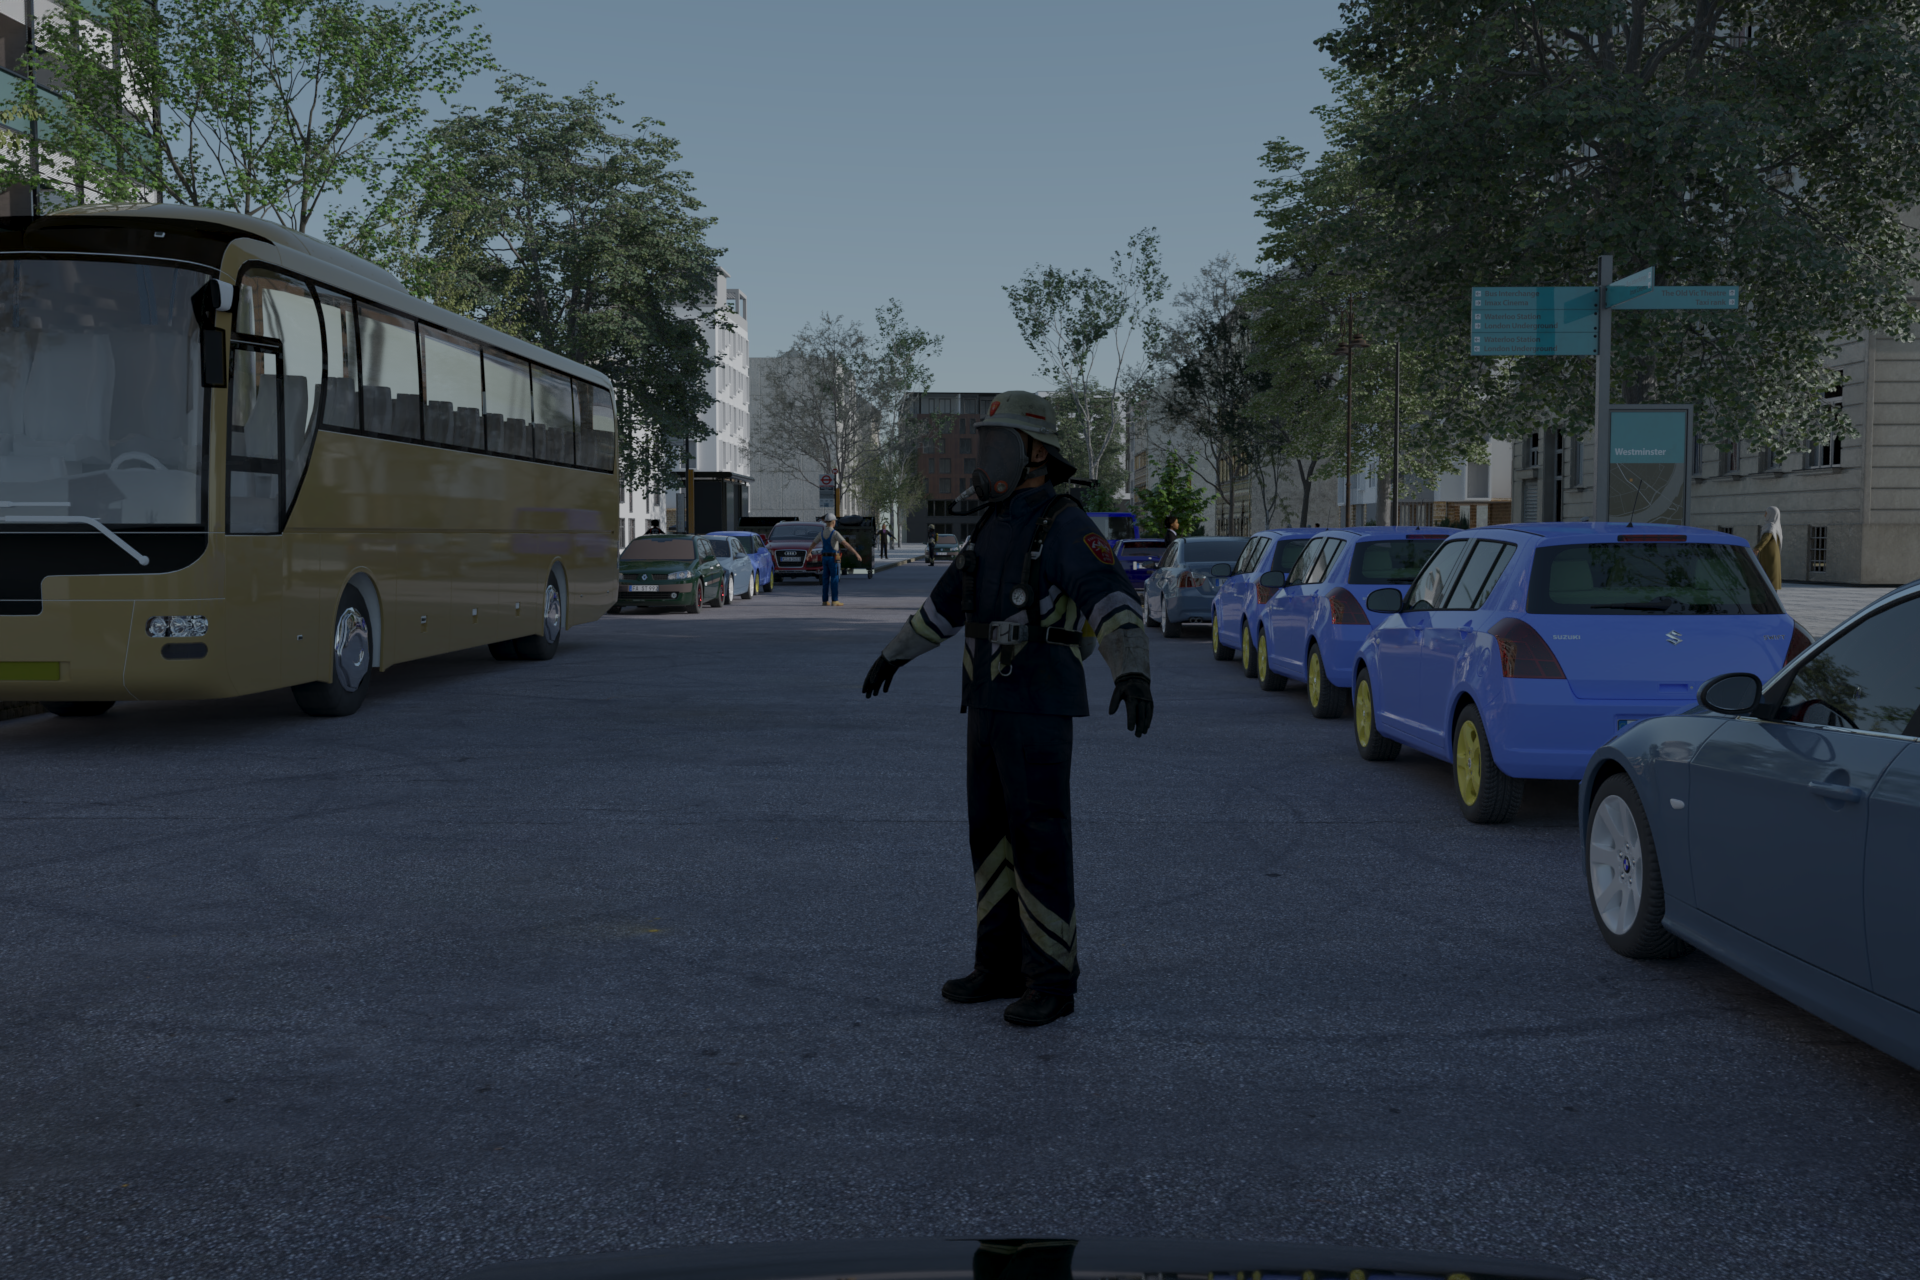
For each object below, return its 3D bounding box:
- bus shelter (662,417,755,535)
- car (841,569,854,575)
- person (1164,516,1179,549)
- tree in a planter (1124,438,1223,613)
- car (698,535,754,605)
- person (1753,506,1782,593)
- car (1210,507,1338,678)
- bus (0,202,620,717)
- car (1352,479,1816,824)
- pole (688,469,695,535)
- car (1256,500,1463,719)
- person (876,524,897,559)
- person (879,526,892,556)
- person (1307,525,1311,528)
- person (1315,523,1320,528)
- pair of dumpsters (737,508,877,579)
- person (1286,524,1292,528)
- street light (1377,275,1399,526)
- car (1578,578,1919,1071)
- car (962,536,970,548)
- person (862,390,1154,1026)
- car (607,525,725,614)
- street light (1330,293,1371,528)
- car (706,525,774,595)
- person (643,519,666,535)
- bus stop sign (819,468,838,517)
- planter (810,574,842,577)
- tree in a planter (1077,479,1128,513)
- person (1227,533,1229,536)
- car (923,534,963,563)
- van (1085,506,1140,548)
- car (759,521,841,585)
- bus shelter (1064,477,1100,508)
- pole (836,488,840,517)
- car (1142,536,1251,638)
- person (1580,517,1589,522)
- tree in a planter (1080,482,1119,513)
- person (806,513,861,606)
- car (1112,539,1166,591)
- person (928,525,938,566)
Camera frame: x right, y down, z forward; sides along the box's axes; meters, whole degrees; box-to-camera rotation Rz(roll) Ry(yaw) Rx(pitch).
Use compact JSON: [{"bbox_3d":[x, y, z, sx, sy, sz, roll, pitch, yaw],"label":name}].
[{"bbox_3d":[-8.656,-4.992,59.247,2.179,5.291,8.768,0,4,1],"label":"bus shelter"},{"bbox_3d":[-4.748,-3.151,61.747,2.015,1.641,3.980,0,4,1],"label":"car"},{"bbox_3d":[3.663,-1.230,29.281,0.721,1.740,1.216,0,4,2],"label":"person"},{"bbox_3d":[3.952,-2.145,32.294,1.991,3.239,1.994,0,4,1],"label":"tree in a planter"},{"bbox_3d":[-5.467,-1.516,36.781,2.014,1.417,4.499,0,4,2],"label":"car"},{"bbox_3d":[13.286,-1.334,28.591,0.721,1.736,1.217,3,4,38],"label":"person"},{"bbox_3d":[3.700,-0.547,18.536,1.945,1.707,3.694,0,4,1],"label":"car"},{"bbox_3d":[-5.891,-1.547,16.835,2.896,3.916,12.252,0,4,1],"label":"bus"},{"bbox_3d":[3.366,-0.016,9.858,1.945,1.707,3.694,0,4,1],"label":"car"},{"bbox_3d":[-8.430,-3.702,54.375,0.158,3.312,0.155,0,3,0],"label":"pole"},{"bbox_3d":[3.585,-0.315,14.739,1.945,1.707,3.694,0,3,0],"label":"car"},{"bbox_3d":[-3.912,-5.085,89.364,1.346,1.802,0.704,-1,4,-15],"label":"person"},{"bbox_3d":[-4.492,-5.811,100.984,1.349,1.833,0.705,2,4,29],"label":"person"},{"bbox_3d":[19.979,-5.700,99.326,0.704,1.817,1.347,-1,4,-17],"label":"person"},{"bbox_3d":[17.029,-4.680,82.709,0.705,1.806,1.347,3,4,37],"label":"person"},{"bbox_3d":[-4.903,-3.093,55.514,4.436,2.255,1.574,0,4,2],"label":"pair of dumpsters"},{"bbox_3d":[18.522,-5.614,97.560,0.705,1.858,1.354,3,5,40],"label":"person"},{"bbox_3d":[8.202,-3.538,30.393,1.470,5.913,1.316,0,4,1],"label":"street light"},{"bbox_3d":[3.084,0.466,4.389,2.014,1.417,4.499,0,3,0],"label":"car"},{"bbox_3d":[1.062,-4.988,93.911,2.083,1.381,4.827,0,4,1],"label":"car"},{"bbox_3d":[0.159,0.187,5.185,0.705,1.856,1.354,-2,4,-35],"label":"person"},{"bbox_3d":[-5.502,-1.384,32.412,2.009,1.686,4.222,0,4,1],"label":"car"},{"bbox_3d":[7.494,-3.706,33.389,0.468,5.910,1.993,0,4,1],"label":"street light"},{"bbox_3d":[-5.515,-1.955,41.559,1.945,1.707,3.694,0,4,2],"label":"car"},{"bbox_3d":[-11.130,-3.490,63.207,1.345,1.843,0.704,-1,4,-13],"label":"person"},{"bbox_3d":[-5.283,-4.994,70.353,0.855,3.939,0.416,0,4,2],"label":"bus stop sign"},{"bbox_3d":[-5.043,-2.291,58.599,1.991,0.319,1.994,0,4,1],"label":"planter"},{"bbox_3d":[4.550,-3.590,55.913,1.991,3.239,1.994,0,4,1],"label":"tree in a planter"},{"bbox_3d":[14.385,-5.271,92.314,0.704,1.812,1.346,-1,4,-11],"label":"person"},{"bbox_3d":[-0.836,-4.664,86.049,2.009,1.686,4.222,0,4,1],"label":"car"},{"bbox_3d":[4.241,-2.871,51.330,2.240,2.365,5.245,0,4,2],"label":"van"},{"bbox_3d":[-4.617,-2.542,50.243,2.281,1.827,5.304,0,4,1],"label":"car"},{"bbox_3d":[4.973,-4.975,72.621,1.731,3.624,6.357,0,4,2],"label":"bus shelter"},{"bbox_3d":[-5.423,-5.085,76.988,0.158,3.312,0.155,0,3,0],"label":"pole"},{"bbox_3d":[3.696,-0.806,25.183,2.014,1.417,4.499,0,4,1],"label":"car"},{"bbox_3d":[17.666,-2.595,48.885,1.216,1.778,0.721,3,5,43],"label":"person"},{"bbox_3d":[4.608,-3.811,59.525,1.991,3.239,1.994,0,4,1],"label":"tree in a planter"},{"bbox_3d":[-2.570,-1.608,34.605,1.347,1.847,0.705,2,4,33],"label":"person"},{"bbox_3d":[4.005,-1.561,38.101,1.945,1.354,3.894,0,4,1],"label":"car"},{"bbox_3d":[-1.296,-4.227,77.355,0.705,1.856,1.354,0,4,-1],"label":"person"}]
